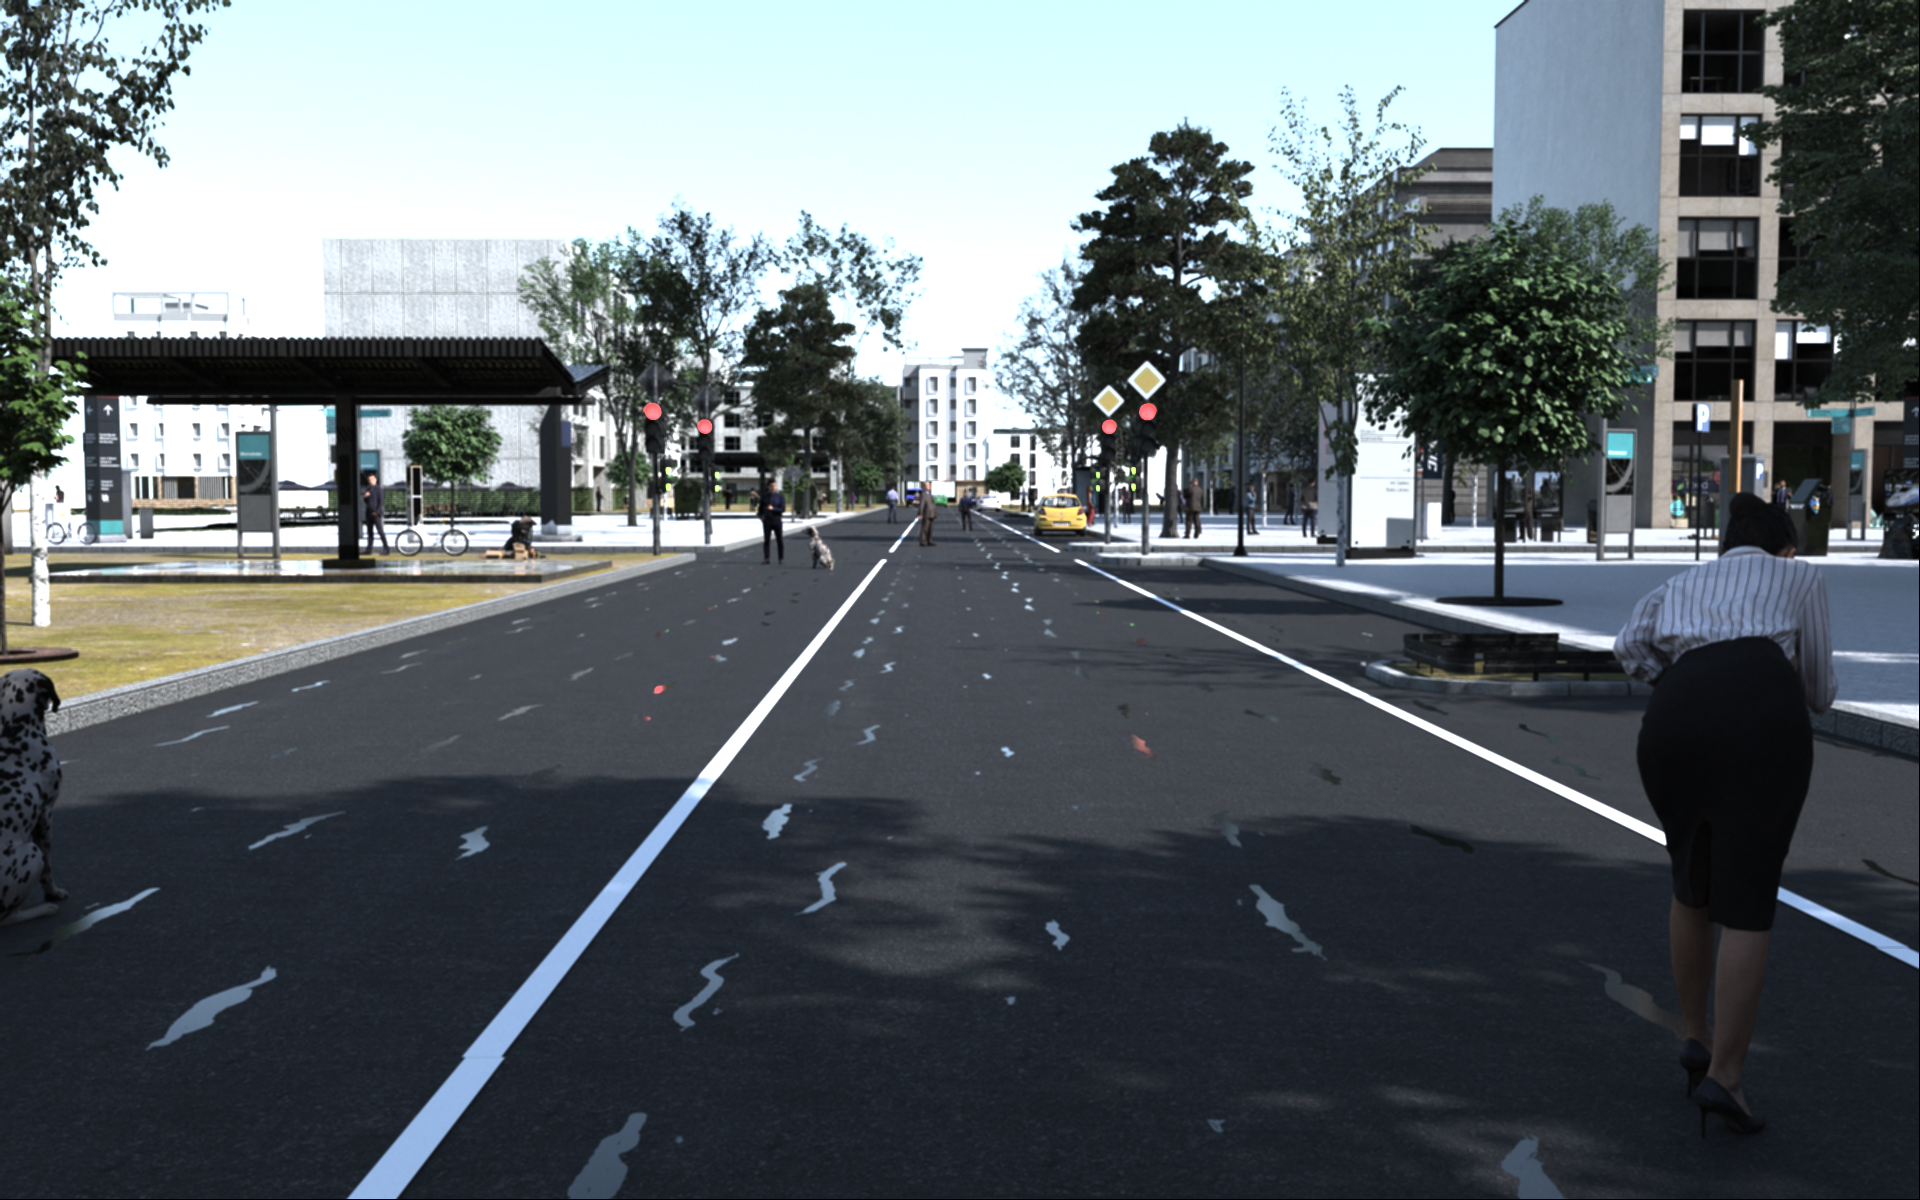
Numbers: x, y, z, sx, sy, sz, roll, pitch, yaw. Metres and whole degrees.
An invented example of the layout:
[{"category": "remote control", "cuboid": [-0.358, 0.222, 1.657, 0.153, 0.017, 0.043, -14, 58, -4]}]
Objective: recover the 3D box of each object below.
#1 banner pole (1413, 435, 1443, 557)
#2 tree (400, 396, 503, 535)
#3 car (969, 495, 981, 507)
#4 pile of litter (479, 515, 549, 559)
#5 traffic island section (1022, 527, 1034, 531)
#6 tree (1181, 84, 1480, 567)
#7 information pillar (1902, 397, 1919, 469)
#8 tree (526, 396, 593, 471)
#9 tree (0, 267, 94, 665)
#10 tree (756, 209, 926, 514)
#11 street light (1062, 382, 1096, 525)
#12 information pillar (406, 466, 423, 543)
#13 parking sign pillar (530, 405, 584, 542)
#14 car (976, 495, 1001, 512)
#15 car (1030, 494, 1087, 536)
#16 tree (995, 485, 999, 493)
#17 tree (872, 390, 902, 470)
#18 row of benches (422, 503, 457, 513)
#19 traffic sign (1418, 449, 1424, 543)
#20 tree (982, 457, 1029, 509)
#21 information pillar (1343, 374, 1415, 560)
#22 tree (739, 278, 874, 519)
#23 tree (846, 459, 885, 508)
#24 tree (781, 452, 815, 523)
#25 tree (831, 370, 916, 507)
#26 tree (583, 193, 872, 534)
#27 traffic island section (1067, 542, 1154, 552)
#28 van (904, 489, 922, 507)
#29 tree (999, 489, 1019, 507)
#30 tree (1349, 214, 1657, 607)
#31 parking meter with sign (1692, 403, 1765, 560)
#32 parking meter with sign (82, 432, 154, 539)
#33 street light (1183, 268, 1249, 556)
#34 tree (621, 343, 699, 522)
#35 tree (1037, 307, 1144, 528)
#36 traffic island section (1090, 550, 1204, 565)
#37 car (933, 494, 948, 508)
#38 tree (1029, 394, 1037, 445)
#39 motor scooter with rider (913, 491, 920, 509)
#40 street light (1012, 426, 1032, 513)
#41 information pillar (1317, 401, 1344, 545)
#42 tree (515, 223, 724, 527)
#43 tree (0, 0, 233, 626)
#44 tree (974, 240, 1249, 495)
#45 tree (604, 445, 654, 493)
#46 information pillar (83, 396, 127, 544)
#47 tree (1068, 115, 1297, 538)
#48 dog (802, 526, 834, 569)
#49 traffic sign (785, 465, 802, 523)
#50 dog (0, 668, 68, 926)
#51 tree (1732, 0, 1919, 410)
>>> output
[{"category": "banner pole", "cuboid": [9.607, -2.795, 35.716, 0.863, 3.779, 0.401, -1, 4, -16]}, {"category": "tree", "cuboid": [-15.955, -4.315, 54.271, 4.285, 4.588, 4.351, 0, 3, 0]}, {"category": "car", "cuboid": [1.651, -10.830, 189.643, 1.945, 1.354, 3.894, 0, 4, 0]}, {"category": "pile of litter", "cuboid": [-8.926, -1.262, 34.602, 1.176, 0.858, 1.719, -2, 4, -35]}, {"category": "traffic island section", "cuboid": [3.459, -2.816, 68.903, 1.991, 0.108, 1.994, 0, 4, -1]}, {"category": "tree", "cuboid": [6.515, -4.897, 30.422, 4.737, 8.622, 4.395, 0, 3, 0]}, {"category": "information pillar", "cuboid": [25.578, -3.478, 46.240, 0.750, 3.857, 0.750, 3, 5, 42]}, {"category": "tree", "cuboid": [-26.909, -10.159, 116.467, 4.360, 8.622, 3.978, 0, 3, 0]}, {"category": "tree", "cuboid": [-7.533, -1.142, 13.277, 1.663, 3.219, 1.824, 0, 3, 0]}, {"category": "tree", "cuboid": [-8.202, -15.836, 114.802, 12.611, 20.169, 13.585, 0, 3, 0]}, {"category": "street light", "cuboid": [4.905, -6.064, 71.683, 1.470, 5.913, 1.316, 0, 4, -1]}, {"category": "information pillar", "cuboid": [-14.288, -2.500, 45.366, 0.304, 2.012, 0.304, -3, 5, -44]}, {"category": "parking sign pillar", "cuboid": [-10.859, -3.548, 46.489, 1.447, 3.967, 1.447, -2, 4, -33]}, {"category": "car", "cuboid": [2.340, -7.923, 141.903, 2.083, 1.381, 4.827, 0, 4, -2]}, {"category": "car", "cuboid": [3.437, -3.045, 60.012, 2.015, 1.641, 3.980, 0, 4, 1]}, {"category": "tree", "cuboid": [4.286, -11.097, 176.031, 1.663, 3.219, 1.824, 0, 3, 0]}, {"category": "tree", "cuboid": [-8.692, -12.452, 138.000, 7.601, 10.594, 8.767, 1, 4, 22]}, {"category": "row of benches", "cuboid": [-35.315, -6.201, 116.853, 1.422, 0.672, 4.104, 1, 4, 19]}, {"category": "traffic sign", "cuboid": [12.197, -2.793, 45.671, 0.884, 2.594, 0.081, 1, 4, 9]}, {"category": "tree", "cuboid": [4.329, -10.196, 150.411, 4.285, 4.588, 4.351, 0, 3, 0]}, {"category": "information pillar", "cuboid": [8.307, -2.622, 34.190, 1.656, 3.620, 0.184, -2, 4, -29]}, {"category": "tree", "cuboid": [-7.752, -10.130, 87.681, 6.751, 12.117, 7.091, 0, 3, 0]}, {"category": "tree", "cuboid": [-8.863, -11.150, 166.018, 4.285, 4.588, 4.351, 0, 3, 0]}, {"category": "tree", "cuboid": [-7.536, -5.045, 77.079, 1.663, 3.219, 1.824, 0, 3, 0]}, {"category": "tree", "cuboid": [-9.368, -16.518, 176.727, 9.857, 13.997, 8.962, 0, 3, 0]}, {"category": "tree", "cuboid": [-8.314, -7.357, 54.695, 7.601, 10.594, 8.767, -2, 4, -31]}, {"category": "traffic island section", "cuboid": [3.792, -1.343, 44.240, 2.009, 0.180, 2.903, 0, 4, -1]}, {"category": "van", "cuboid": [-4.955, -11.288, 188.936, 2.240, 2.365, 5.245, 0, 4, -1]}, {"category": "tree", "cuboid": [5.363, -10.831, 171.692, 1.663, 3.219, 1.824, 0, 3, 0]}, {"category": "tree", "cuboid": [6.424, -2.235, 20.262, 4.285, 4.588, 4.351, 0, 3, 0]}, {"category": "parking meter with sign", "cuboid": [14.824, -2.237, 32.838, 0.543, 3.016, 1.738, -3, 5, -41]}, {"category": "parking meter with sign", "cuboid": [-23.915, -3.239, 49.217, 1.738, 3.016, 0.543, -2, 4, -30]}, {"category": "street light", "cuboid": [5.277, -3.866, 35.745, 1.470, 5.913, 1.316, 0, 4, -1]}, {"category": "tree", "cuboid": [-13.373, -7.818, 78.182, 4.360, 8.622, 3.978, 0, 3, 0]}, {"category": "tree", "cuboid": [5.688, -7.030, 65.298, 4.360, 8.622, 3.978, 0, 3, 0]}, {"category": "traffic island section", "cuboid": [3.897, -0.855, 36.256, 2.009, 0.180, 2.903, 0, 4, -1]}, {"category": "car", "cuboid": [-2.246, -10.802, 185.403, 1.959, 1.807, 4.718, 0, 4, 0]}, {"category": "tree", "cuboid": [5.705, -9.336, 102.999, 4.360, 8.622, 3.978, 0, 3, 0]}, {"category": "motor scooter with rider", "cuboid": [-4.304, -9.896, 170.759, 0.876, 1.779, 1.986, 0, 4, 0]}, {"category": "street light", "cuboid": [4.241, -8.962, 119.075, 1.470, 5.913, 1.316, 0, 4, -1]}, {"category": "information pillar", "cuboid": [9.870, -3.205, 43.715, 1.656, 3.620, 0.184, 2, 4, 23]}, {"category": "tree", "cuboid": [-13.089, -8.702, 68.040, 9.928, 11.665, 9.643, 0, 3, 0]}, {"category": "tree", "cuboid": [-9.215, -4.055, 16.665, 4.360, 8.622, 3.978, 0, 3, 0]}, {"category": "tree", "cuboid": [5.575, -10.554, 82.923, 12.009, 13.543, 11.850, 0, 3, 0]}, {"category": "tree", "cuboid": [-21.547, -7.928, 113.341, 4.285, 4.588, 4.351, 0, 3, 0]}, {"category": "information pillar", "cuboid": [-22.372, -3.417, 45.245, 0.750, 3.857, 0.750, 2, 4, 34]}, {"category": "tree", "cuboid": [6.236, -7.858, 50.535, 6.751, 12.117, 7.091, 0, 3, 0]}, {"category": "dog", "cuboid": [-2.648, -1.003, 33.241, 0.513, 0.831, 0.800, -2, 4, -28]}, {"category": "traffic sign", "cuboid": [-7.270, -4.612, 75.514, 0.768, 2.556, 0.104, 0, 4, 7]}, {"category": "dog", "cuboid": [-3.353, 0.673, 5.831, 0.513, 0.831, 0.800, 3, 4, 36]}, {"category": "tree", "cuboid": [14.527, -6.479, 24.054, 7.486, 12.596, 7.792, 0, 3, 0]}]
